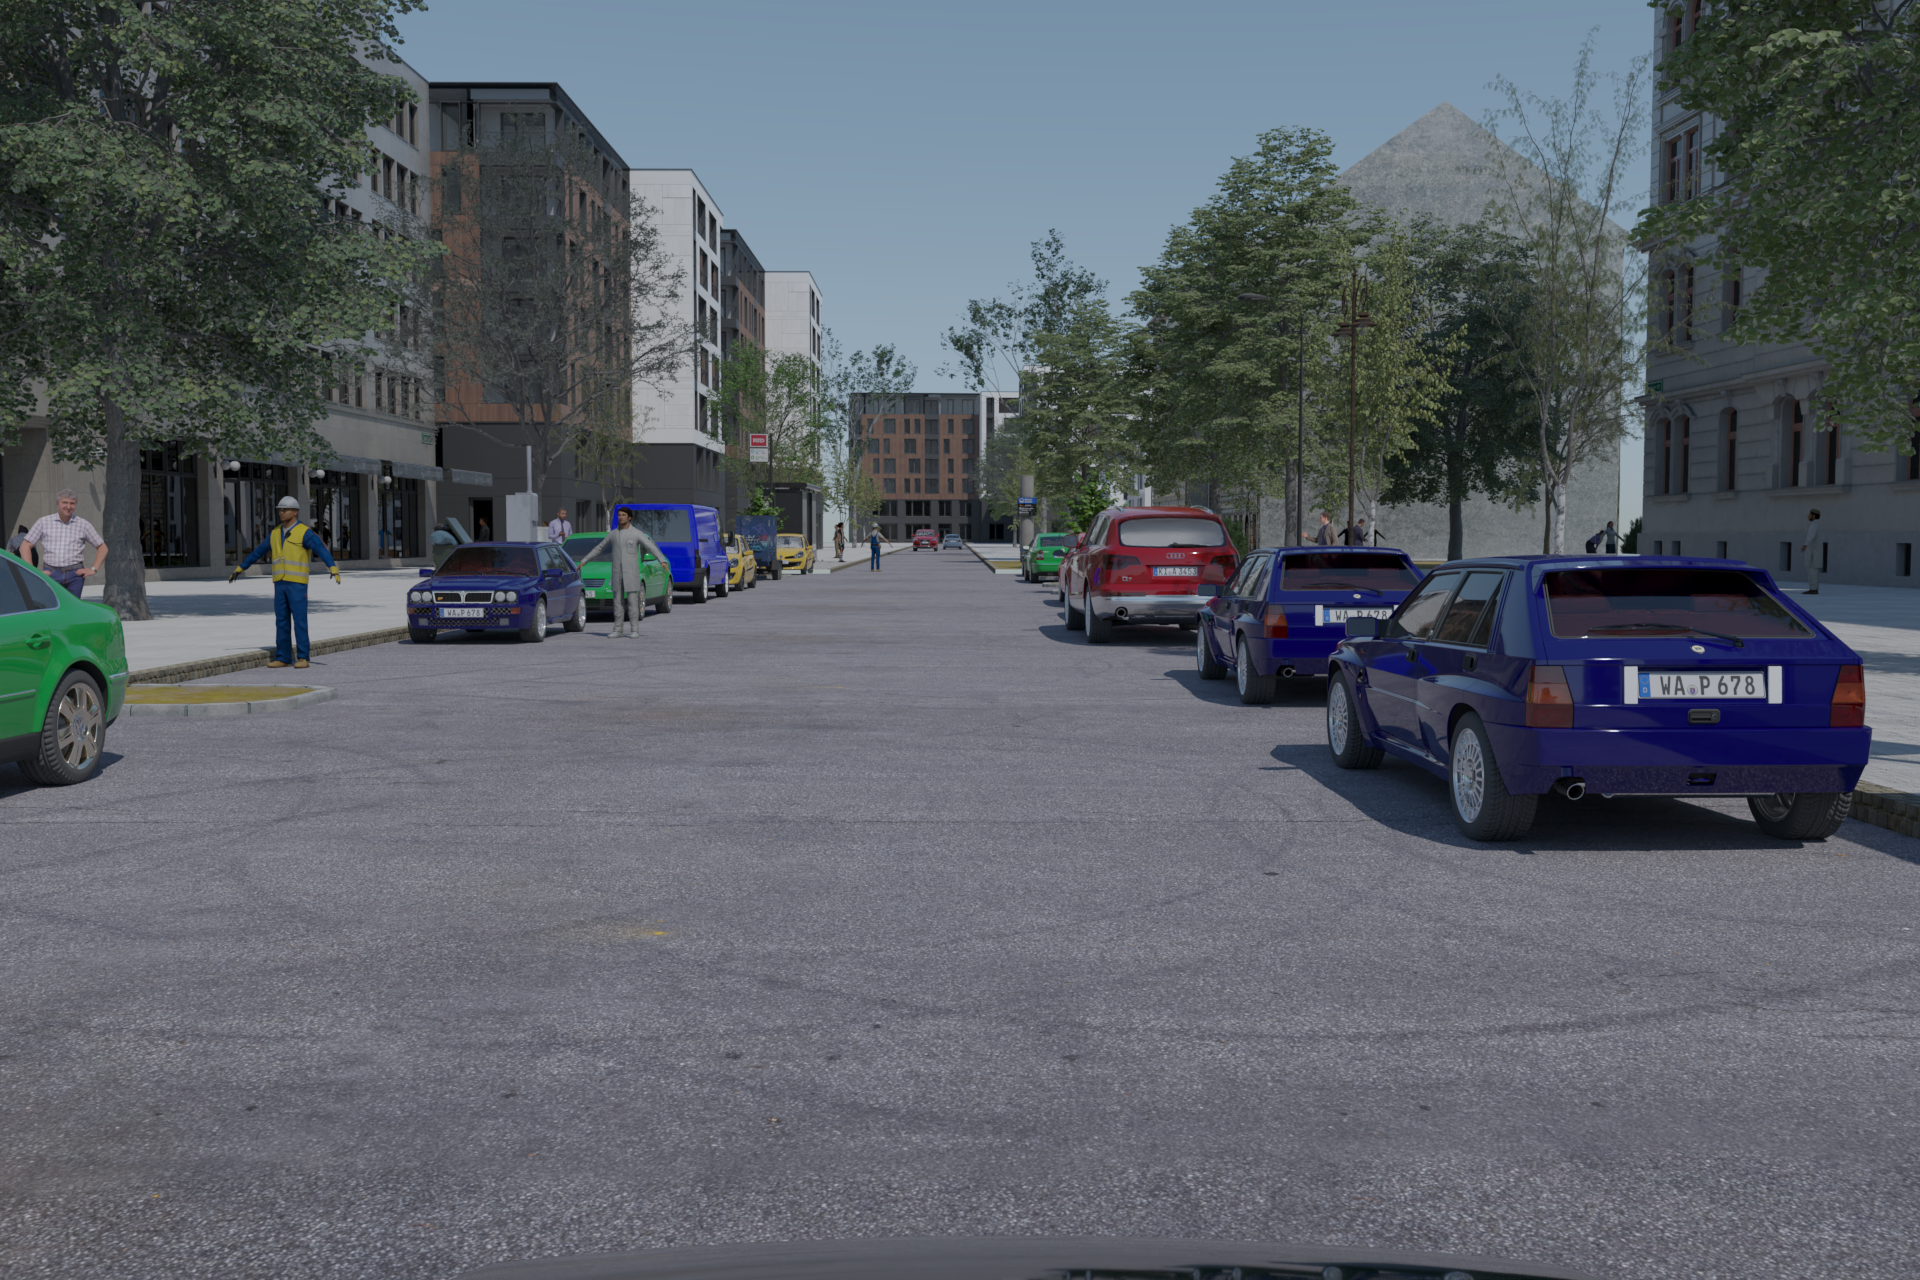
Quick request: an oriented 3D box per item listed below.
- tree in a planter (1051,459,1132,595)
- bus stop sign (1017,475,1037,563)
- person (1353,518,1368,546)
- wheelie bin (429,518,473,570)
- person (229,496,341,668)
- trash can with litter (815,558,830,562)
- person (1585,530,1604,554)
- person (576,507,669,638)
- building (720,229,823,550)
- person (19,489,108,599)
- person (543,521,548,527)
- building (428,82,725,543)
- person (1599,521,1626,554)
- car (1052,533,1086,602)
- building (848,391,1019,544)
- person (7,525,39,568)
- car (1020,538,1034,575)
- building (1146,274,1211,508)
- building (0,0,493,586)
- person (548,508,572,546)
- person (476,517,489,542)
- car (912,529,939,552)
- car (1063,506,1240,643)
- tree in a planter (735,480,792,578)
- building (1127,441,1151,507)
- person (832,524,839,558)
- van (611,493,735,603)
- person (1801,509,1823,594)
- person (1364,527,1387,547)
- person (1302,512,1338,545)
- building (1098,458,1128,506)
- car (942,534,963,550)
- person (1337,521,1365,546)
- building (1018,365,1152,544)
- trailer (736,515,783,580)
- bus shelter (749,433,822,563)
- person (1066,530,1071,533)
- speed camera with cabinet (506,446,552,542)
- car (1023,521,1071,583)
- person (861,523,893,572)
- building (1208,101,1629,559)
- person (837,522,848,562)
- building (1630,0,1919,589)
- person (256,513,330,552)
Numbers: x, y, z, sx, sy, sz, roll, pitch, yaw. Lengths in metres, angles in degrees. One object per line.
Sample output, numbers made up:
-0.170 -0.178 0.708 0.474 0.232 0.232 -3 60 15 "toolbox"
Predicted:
3.186 -2.701 41.389 1.991 3.239 1.994 0 4 1 "tree in a planter"
3.015 -5.445 78.047 0.837 3.901 0.837 0 4 -1 "bus stop sign"
12.472 -2.905 53.995 0.568 1.767 0.683 -1 4 -22 "person"
-9.758 -1.548 33.214 0.693 1.594 0.980 0 4 -1 "wheelie bin"
-7.187 -0.619 18.547 1.349 1.833 0.705 1 4 15 "person"
-6.908 -4.317 81.642 1.678 1.210 2.233 0 4 0 "trash can with litter"
22.722 -3.220 61.930 0.421 1.427 0.697 -3 5 -44 "person"
-4.624 -0.931 23.859 1.347 1.806 0.705 1 4 12 "person"
-25.605 -17.647 132.496 27.936 21.610 32.646 0 4 0 "building"
-8.611 -0.591 16.647 0.756 1.711 0.436 -1 4 -23 "person"
-17.200 -4.011 71.805 0.704 1.802 1.346 0 4 -5 "person"
-28.892 -15.345 94.873 27.936 21.610 32.646 0 4 -1 "building"
22.489 -3.235 59.727 1.217 1.735 0.721 -2 4 -25 "person"
2.991 -1.606 35.302 2.155 1.783 4.494 0 4 0 "car"
-0.229 -25.259 259.419 32.646 21.610 27.936 0 4 -5 "building"
-15.585 -1.203 28.907 0.799 1.438 0.628 2 4 29 "person"
3.037 -2.846 59.118 1.945 1.354 3.894 0 4 -1 "car"
23.182 -17.420 115.741 19.493 23.208 18.063 0 4 0 "building"
-30.973 -15.433 54.495 24.374 26.755 37.873 0 3 0 "building"
-8.498 -1.910 37.143 0.709 1.838 0.599 -3 5 -41 "person"
-15.185 -3.003 55.170 0.705 1.821 1.348 0 4 -4 "person"
-2.860 -8.272 143.924 2.281 1.827 5.304 0 3 0 "car"
2.632 -0.953 24.252 2.281 1.827 5.304 0 4 -2 "car"
-6.584 -3.651 56.913 1.991 3.239 1.994 0 4 1 "tree in a planter"
19.616 -12.246 142.364 9.099 9.664 28.070 0 4 0 "building"
-6.566 -5.232 91.817 0.705 1.796 1.348 -1 4 -12 "person"
-6.179 -2.020 37.403 2.240 2.365 5.245 0 3 0 "van"
18.160 -1.885 36.906 0.704 1.819 1.344 2 4 35 "person"
20.503 -4.876 85.916 1.347 1.806 0.705 2 4 35 "person"
7.789 -1.898 37.611 0.750 1.759 0.617 0 4 -3 "person"
21.014 -15.243 191.372 9.099 9.664 28.070 0 4 -1 "building"
-0.705 -9.040 159.805 2.014 1.417 4.499 0 4 -1 "car"
15.992 -3.992 71.201 1.347 1.837 0.705 1 4 18 "person"
21.447 -23.354 225.818 27.936 21.610 32.646 0 4 -1 "building"
-6.336 -2.835 53.395 1.471 1.999 3.904 0 4 0 "trailer"
-7.240 -5.752 71.682 2.179 5.291 8.768 0 4 1 "bus shelter"
6.538 -5.856 101.867 1.348 1.813 0.705 0 4 3 "person"
-9.874 -2.774 39.691 0.660 3.252 2.038 0 3 0 "speed camera with cabinet"
2.886 -2.626 51.739 1.959 1.807 4.718 0 4 -1 "car"
-3.203 -3.518 65.827 1.347 1.847 0.705 2 4 23 "person"
24.599 -16.300 97.439 19.493 23.208 18.063 0 4 0 "building"
-5.357 -4.428 78.542 0.704 1.843 1.345 1 4 11 "person"
28.598 -15.768 45.202 14.401 28.519 23.554 0 4 0 "building"
-11.769 -1.492 30.562 1.345 1.807 0.704 -3 4 -38 "person"
